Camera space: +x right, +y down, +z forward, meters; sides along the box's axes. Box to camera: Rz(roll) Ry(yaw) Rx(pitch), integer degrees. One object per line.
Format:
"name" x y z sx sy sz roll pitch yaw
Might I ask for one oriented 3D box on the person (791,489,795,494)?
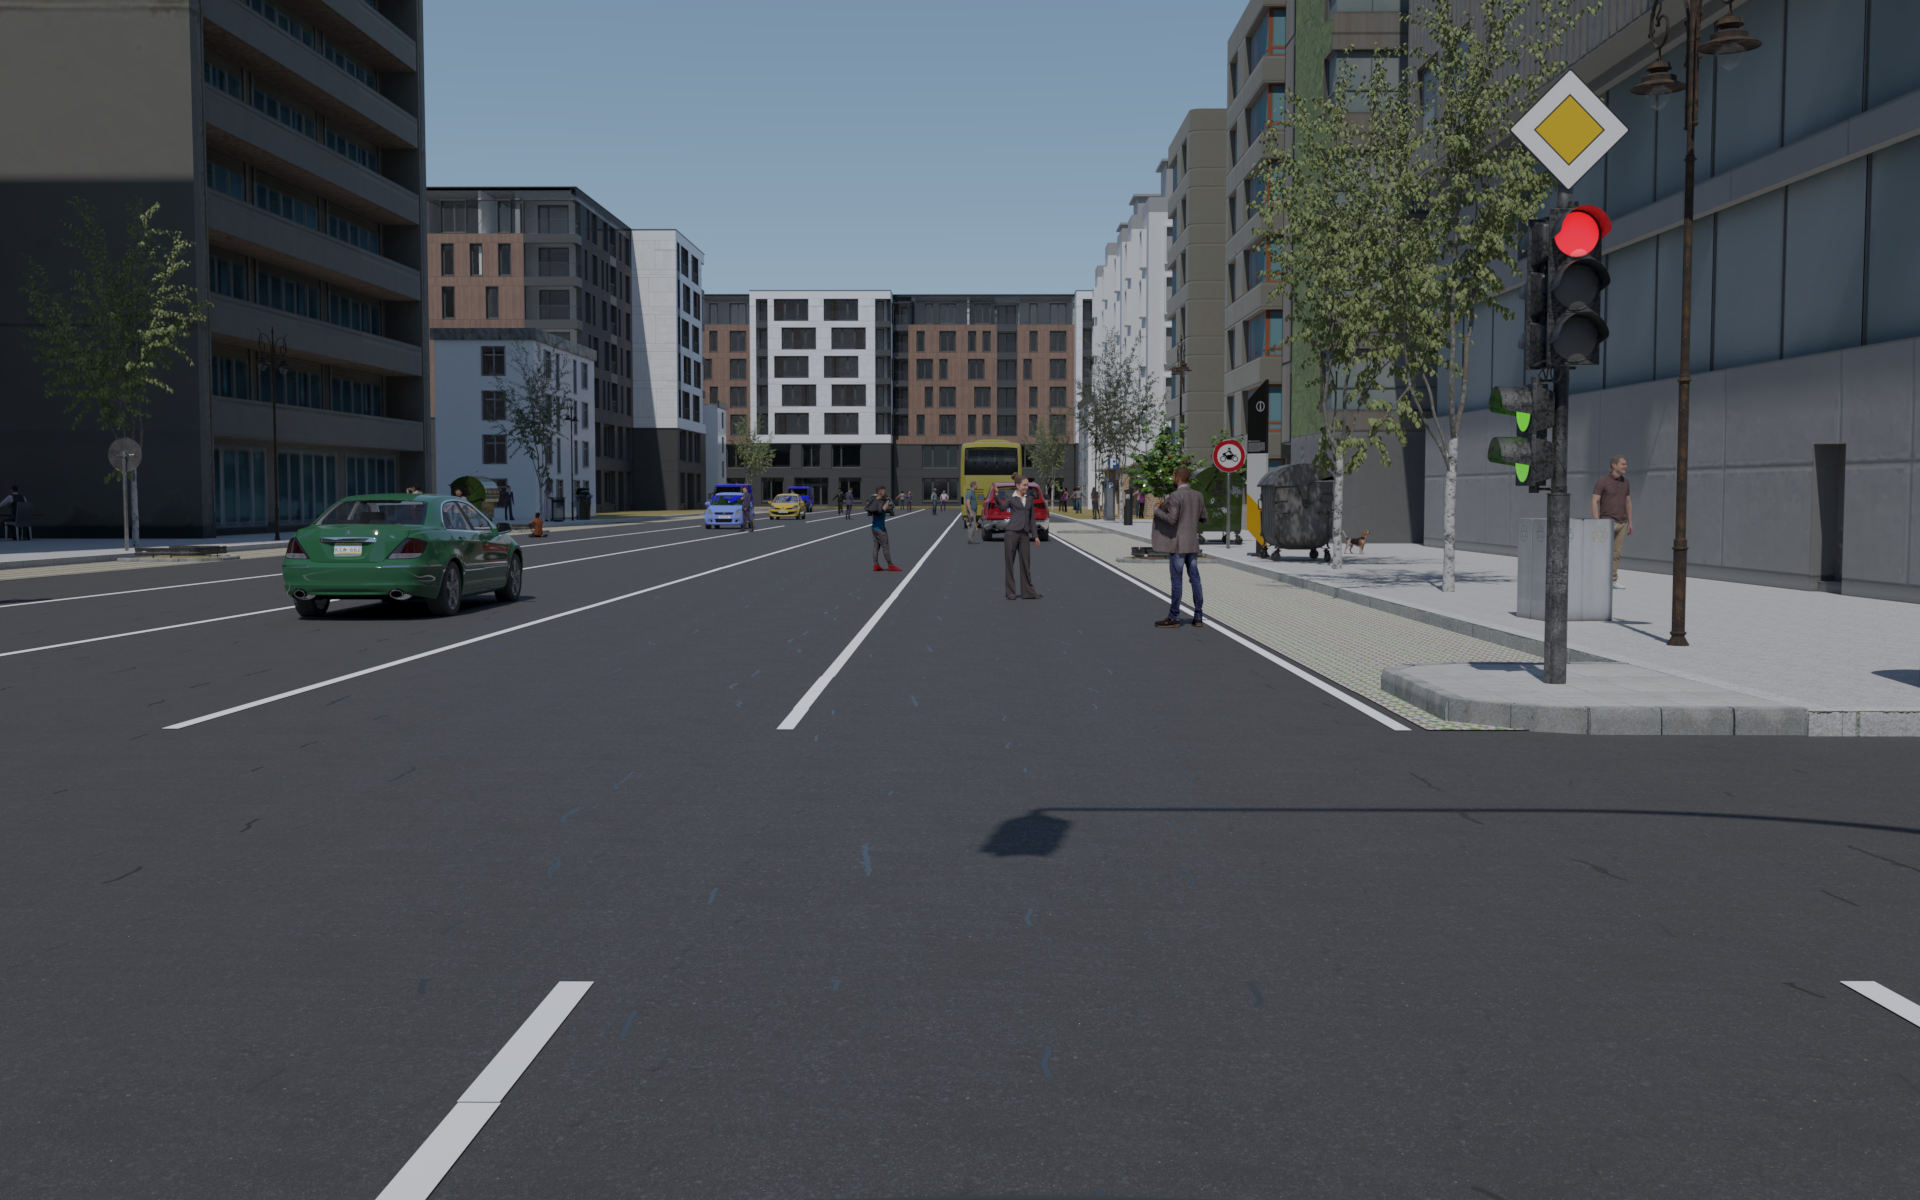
"person" -12.326 -7.262 127.211 0.705 1.826 1.348 3 5 41

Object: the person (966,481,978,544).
"person" 0.379 -2.512 49.699 0.434 1.807 0.598 1 4 22

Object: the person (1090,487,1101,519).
"person" 6.891 -4.918 87.917 0.593 1.643 0.415 -3 4 -38

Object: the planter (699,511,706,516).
"planter" -15.971 -5.664 113.751 1.991 0.319 1.994 0 4 1

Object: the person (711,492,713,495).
"person" -20.257 -8.417 143.668 1.348 1.822 0.705 -1 4 -9

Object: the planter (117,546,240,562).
"planter" -16.709 -0.990 37.325 1.991 0.319 1.994 0 4 1

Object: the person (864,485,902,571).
"person" -1.426 -1.326 32.046 0.662 1.594 0.647 -2 4 -31

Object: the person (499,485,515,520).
"person" -21.994 -4.726 84.123 0.445 1.727 0.742 2 4 29

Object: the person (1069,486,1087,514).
"person" 7.832 -6.615 114.281 1.350 1.814 0.705 2 4 32

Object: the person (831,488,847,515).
"person" -8.094 -6.648 116.820 1.348 1.869 0.705 2 4 35

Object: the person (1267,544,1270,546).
"person" 7.852 -2.195 42.658 0.376 1.734 0.841 -3 4 -36

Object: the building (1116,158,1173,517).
"building" 18.004 -15.105 103.385 16.016 20.091 11.380 0 4 1

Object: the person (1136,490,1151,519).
"person" 9.588 -5.142 90.795 0.721 1.739 1.217 -2 4 -33

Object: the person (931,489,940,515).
"person" -1.692 -6.672 117.668 0.705 1.814 1.350 2 4 25

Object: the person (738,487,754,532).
"person" -8.103 -3.433 65.550 0.530 1.710 0.541 -1 4 -23

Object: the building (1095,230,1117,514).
"building" 17.566 -15.808 114.873 16.016 20.091 11.380 0 4 1

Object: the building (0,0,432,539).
"building" -32.262 -26.611 58.795 21.300 48.544 21.600 0 4 1

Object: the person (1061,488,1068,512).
"person" 7.319 -7.016 121.433 0.721 1.739 1.217 -1 4 -15

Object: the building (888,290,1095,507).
"building" 9.561 -21.013 187.534 32.646 21.610 27.936 0 4 1

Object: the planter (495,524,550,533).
"planter" -16.447 -2.665 64.708 1.991 0.319 1.994 0 4 1

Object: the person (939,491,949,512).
"person" -1.328 -7.999 140.218 0.756 1.711 0.436 2 4 34

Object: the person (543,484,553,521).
"person" -19.223 -4.542 80.965 0.621 1.740 0.551 -1 4 -8

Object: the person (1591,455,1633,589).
"person" 8.813 -1.051 23.348 0.598 1.807 0.434 0 4 -7

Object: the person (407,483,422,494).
"person" -18.483 -3.132 58.710 0.517 1.644 0.566 -1 4 -17

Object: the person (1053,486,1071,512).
"person" 7.307 -7.276 124.641 1.348 1.869 0.705 1 4 20

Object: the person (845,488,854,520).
"person" -6.143 -5.378 96.885 0.683 1.767 0.568 3 5 41

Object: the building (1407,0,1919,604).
"building" 23.483 -26.766 26.866 27.495 52.752 28.713 0 4 1

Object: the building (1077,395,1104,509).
"building" 15.255 -12.490 146.361 9.099 9.664 28.070 0 4 1

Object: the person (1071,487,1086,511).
"person" 9.015 -7.767 132.969 1.348 1.831 0.705 2 4 32

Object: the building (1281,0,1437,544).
"building" 16.558 -22.432 50.351 14.154 41.232 14.086 0 4 1

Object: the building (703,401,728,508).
"building" -35.619 -13.104 156.401 28.070 9.664 9.099 0 4 1

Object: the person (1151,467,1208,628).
"person" 2.362 -0.573 18.695 0.655 1.722 0.431 -2 4 -34

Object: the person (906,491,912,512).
"person" -4.119 -7.982 139.917 0.541 1.710 0.530 -1 4 -13

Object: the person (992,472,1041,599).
"person" 0.756 -0.862 23.401 0.445 1.727 0.742 2 4 33

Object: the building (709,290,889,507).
"building" -23.087 -21.009 187.475 32.646 21.610 27.936 0 4 1

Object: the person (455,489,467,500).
"person" -14.950 -2.522 51.700 0.963 1.587 0.435 -2 4 -25

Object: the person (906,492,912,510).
"person" -4.562 -8.906 155.577 0.593 1.643 0.415 -1 4 -18

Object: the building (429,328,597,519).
"building" -25.806 -9.753 101.612 9.099 9.664 28.070 0 4 1

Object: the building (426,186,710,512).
"building" -35.798 -17.595 131.645 27.936 21.610 32.646 0 4 1

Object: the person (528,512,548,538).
"person" -14.043 -2.474 57.229 0.655 0.850 0.859 3 5 44

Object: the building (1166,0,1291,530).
"building" 24.074 -13.902 72.333 27.650 21.520 28.899 0 4 1

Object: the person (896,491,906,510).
"person" -5.343 -9.187 159.409 1.217 1.736 0.721 -2 4 -23

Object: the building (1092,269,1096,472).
"building" 17.780 -16.508 126.328 16.016 20.091 11.380 0 4 1
